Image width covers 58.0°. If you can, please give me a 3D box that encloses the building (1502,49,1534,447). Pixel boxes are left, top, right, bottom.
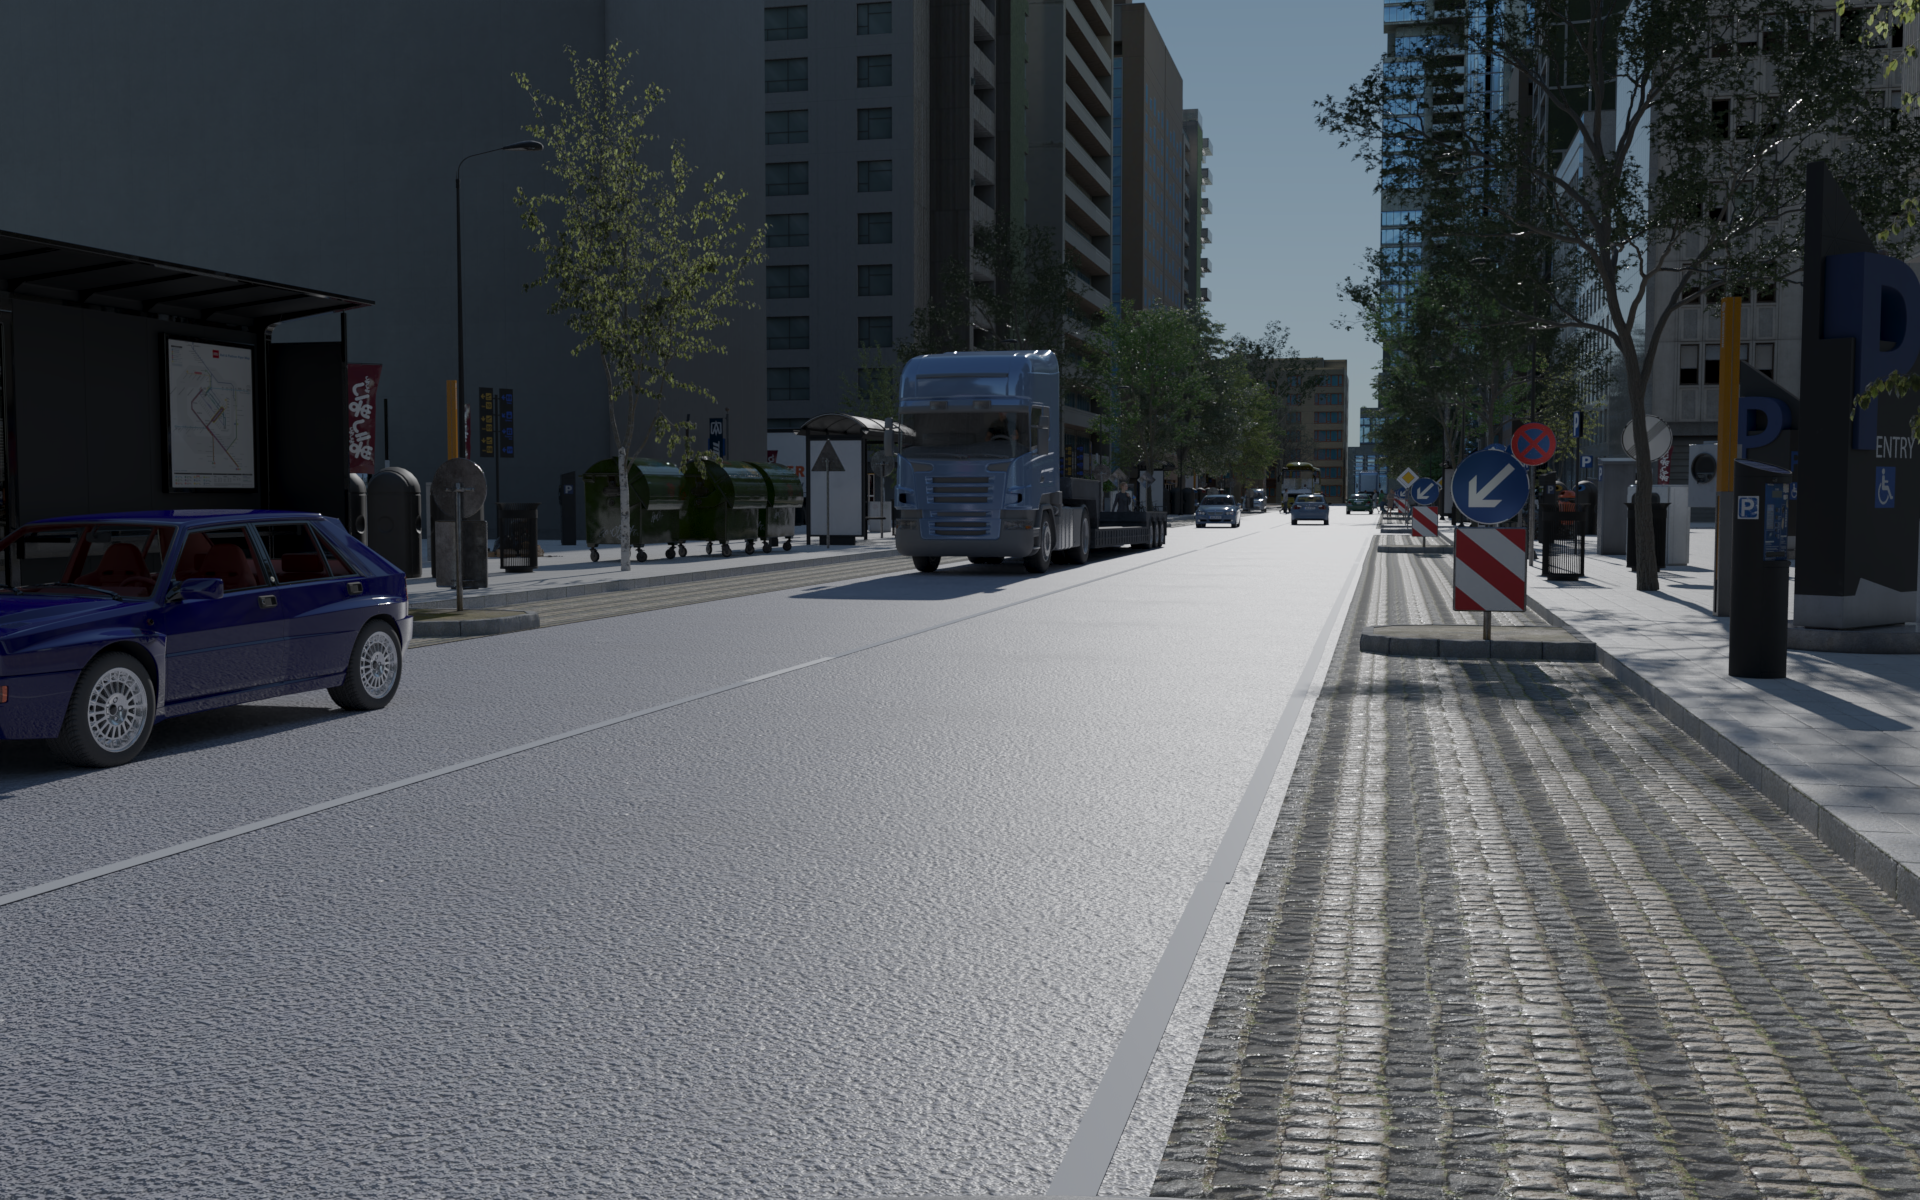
[{"bbox_3d":[61.407,-31.837,170.645,14.600,45.320,14.200,1,4,14],"label":"building"}]

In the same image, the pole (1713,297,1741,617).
[{"bbox_3d":[7.995,-1.481,18.050,0.158,3.312,0.155,0,3,0],"label":"pole"}]

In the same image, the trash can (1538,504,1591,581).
[{"bbox_3d":[8.968,-0.861,25.732,0.748,1.137,0.748,0,3,0],"label":"trash can"}]

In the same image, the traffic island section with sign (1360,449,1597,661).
[{"bbox_3d":[4.718,-0.447,15.944,1.989,1.847,2.006,1,4,14],"label":"traffic island section with sign"}]

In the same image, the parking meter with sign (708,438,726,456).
[{"bbox_3d":[-7.681,-3.492,53.359,0.543,3.016,1.738,0,4,6],"label":"parking meter with sign"}]

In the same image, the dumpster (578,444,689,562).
[{"bbox_3d":[-6.271,-1.884,33.291,1.502,2.255,1.985,1,4,14],"label":"dumpster"}]

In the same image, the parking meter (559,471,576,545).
[{"bbox_3d":[-9.817,-2.300,43.312,0.399,1.863,0.255,-1,4,-21],"label":"parking meter"}]

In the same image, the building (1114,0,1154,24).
[{"bbox_3d":[10.803,-31.066,158.045,14.600,45.320,14.200,1,4,14],"label":"building"}]

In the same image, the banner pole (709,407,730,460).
[{"bbox_3d":[-6.894,-3.670,50.015,0.863,3.779,0.401,2,4,26],"label":"banner pole"}]

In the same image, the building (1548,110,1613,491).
[{"bbox_3d":[46.578,-18.192,115.467,12.078,24.808,19.932,1,4,14],"label":"building"}]

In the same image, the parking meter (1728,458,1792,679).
[{"bbox_3d":[5.613,-0.229,12.149,0.372,1.533,0.369,0,3,0],"label":"parking meter"}]

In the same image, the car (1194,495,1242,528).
[{"bbox_3d":[11.195,-3.851,74.966,2.014,1.417,4.499,1,4,12],"label":"car"}]

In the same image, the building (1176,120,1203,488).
[{"bbox_3d":[18.162,-30.732,186.067,14.154,41.232,14.086,1,4,14],"label":"building"}]

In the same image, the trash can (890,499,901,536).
[{"bbox_3d":[-1.695,-2.395,50.818,0.748,1.137,0.748,0,3,0],"label":"trash can"}]

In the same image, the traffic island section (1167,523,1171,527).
[{"bbox_3d":[7.982,-3.192,74.474,2.009,0.180,2.903,1,4,14],"label":"traffic island section"}]

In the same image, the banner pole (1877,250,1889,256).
[{"bbox_3d":[9.357,-1.715,18.058,0.401,3.779,0.863,-1,4,-20],"label":"banner pole"}]

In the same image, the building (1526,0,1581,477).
[{"bbox_3d":[59.379,-43.641,151.790,20.563,71.187,20.611,1,4,14],"label":"building"}]

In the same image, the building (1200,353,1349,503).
[{"bbox_3d":[41.542,-24.931,252.660,28.899,21.520,27.650,1,4,14],"label":"building"}]

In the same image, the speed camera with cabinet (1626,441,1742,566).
[{"bbox_3d":[12.886,-2.235,30.883,0.660,3.252,2.038,-2,4,-26],"label":"speed camera with cabinet"}]

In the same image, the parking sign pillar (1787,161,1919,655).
[{"bbox_3d":[7.523,-1.588,14.438,1.447,3.967,1.447,-3,4,-37],"label":"parking sign pillar"}]

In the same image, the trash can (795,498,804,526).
[{"bbox_3d":[-6.615,-3.553,69.750,0.748,1.137,0.748,0,3,0],"label":"trash can"}]

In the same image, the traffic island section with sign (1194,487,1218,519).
[{"bbox_3d":[14.599,-5.580,99.861,1.989,1.847,2.006,1,4,14],"label":"traffic island section with sign"}]

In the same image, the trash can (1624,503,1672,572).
[{"bbox_3d":[11.370,-1.041,28.682,0.748,1.137,0.748,0,3,0],"label":"trash can"}]

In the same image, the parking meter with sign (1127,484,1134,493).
[{"bbox_3d":[12.584,-8.132,129.220,1.738,3.016,0.543,0,4,-7],"label":"parking meter with sign"}]

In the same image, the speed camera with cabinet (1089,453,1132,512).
[{"bbox_3d":[7.331,-5.505,84.350,2.038,3.252,0.660,0,4,-2],"label":"speed camera with cabinet"}]

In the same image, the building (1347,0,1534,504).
[{"bbox_3d":[70.341,-56.713,239.931,31.000,86.520,22.319,1,4,14],"label":"building"}]

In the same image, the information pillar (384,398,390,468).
[{"bbox_3d":[-14.080,-3.134,42.590,0.183,3.616,0.504,-1,4,-16],"label":"information pillar"}]

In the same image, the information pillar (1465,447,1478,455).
[{"bbox_3d":[25.396,-5.776,85.784,0.504,3.616,0.183,2,4,26],"label":"information pillar"}]

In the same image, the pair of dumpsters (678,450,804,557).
[{"bbox_3d":[-4.758,-2.110,36.987,1.574,2.255,4.437,1,4,14],"label":"pair of dumpsters"}]

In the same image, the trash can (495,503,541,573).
[{"bbox_3d":[-7.235,-1.024,28.388,0.748,1.137,0.748,0,3,0],"label":"trash can"}]

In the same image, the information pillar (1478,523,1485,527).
[{"bbox_3d":[13.989,-2.542,46.046,0.304,2.012,0.304,-3,4,-39],"label":"information pillar"}]

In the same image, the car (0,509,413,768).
[{"bbox_3d":[-4.976,0.132,10.427,1.945,1.354,3.894,1,4,13],"label":"car"}]

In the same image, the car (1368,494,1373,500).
[{"bbox_3d":[42.735,-10.546,182.216,2.009,1.686,4.222,1,4,16],"label":"car"}]

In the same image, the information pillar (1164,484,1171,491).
[{"bbox_3d":[14.742,-7.311,124.020,0.304,2.012,0.304,-2,4,-32],"label":"information pillar"}]

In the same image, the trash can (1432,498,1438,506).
[{"bbox_3d":[37.721,-7.674,137.122,0.748,1.137,0.748,0,3,0],"label":"trash can"}]

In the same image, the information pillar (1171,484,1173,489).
[{"bbox_3d":[15.729,-7.650,129.574,0.304,2.012,0.304,3,5,43],"label":"information pillar"}]

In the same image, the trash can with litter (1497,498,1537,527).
[{"bbox_3d":[13.315,-1.861,41.820,1.055,1.170,0.624,-3,5,-43],"label":"trash can with litter"}]

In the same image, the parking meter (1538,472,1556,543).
[{"bbox_3d":[15.267,-2.407,45.066,0.399,1.863,0.255,-1,4,-16],"label":"parking meter"}]

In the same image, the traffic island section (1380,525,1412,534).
[{"bbox_3d":[16.594,-2.559,64.128,2.009,0.180,2.903,1,4,14],"label":"traffic island section"}]

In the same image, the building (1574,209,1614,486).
[{"bbox_3d":[41.080,-14.845,97.468,10.420,20.320,16.860,1,4,14],"label":"building"}]

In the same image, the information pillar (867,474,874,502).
[{"bbox_3d":[-3.298,-3.546,62.469,0.304,2.012,0.304,3,4,38],"label":"information pillar"}]

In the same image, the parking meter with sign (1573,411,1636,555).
[{"bbox_3d":[13.850,-2.460,36.475,1.738,3.016,0.543,0,4,7],"label":"parking meter with sign"}]

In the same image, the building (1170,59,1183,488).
[{"bbox_3d":[14.280,-31.929,172.154,14.600,45.320,14.200,1,4,14],"label":"building"}]

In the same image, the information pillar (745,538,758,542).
[{"bbox_3d":[-5.633,-2.577,46.633,0.304,2.012,0.304,1,4,9],"label":"information pillar"}]

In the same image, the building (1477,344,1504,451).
[{"bbox_3d":[72.182,-21.165,191.082,27.650,21.520,28.899,1,4,14],"label":"building"}]

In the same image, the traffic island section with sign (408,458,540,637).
[{"bbox_3d":[-5.558,-0.588,18.239,1.989,1.847,2.006,1,4,14],"label":"traffic island section with sign"}]

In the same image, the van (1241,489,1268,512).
[{"bbox_3d":[22.769,-7.752,133.763,2.013,2.044,4.112,1,4,14],"label":"van"}]

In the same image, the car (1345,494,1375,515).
[{"bbox_3d":[28.287,-6.774,122.560,2.131,1.459,4.920,1,4,14],"label":"car"}]

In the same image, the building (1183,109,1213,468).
[{"bbox_3d":[14.431,-35.983,207.935,30.456,49.044,23.786,1,4,14],"label":"building"}]

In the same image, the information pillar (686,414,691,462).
[{"bbox_3d":[-7.894,-3.608,50.348,0.183,3.616,0.504,0,4,-3],"label":"information pillar"}]

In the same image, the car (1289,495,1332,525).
[{"bbox_3d":[16.561,-4.272,81.848,2.014,1.417,4.499,1,4,13],"label":"car"}]

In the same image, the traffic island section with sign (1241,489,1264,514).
[{"bbox_3d":[21.290,-7.241,127.014,1.989,1.847,2.006,1,4,14],"label":"traffic island section with sign"}]
